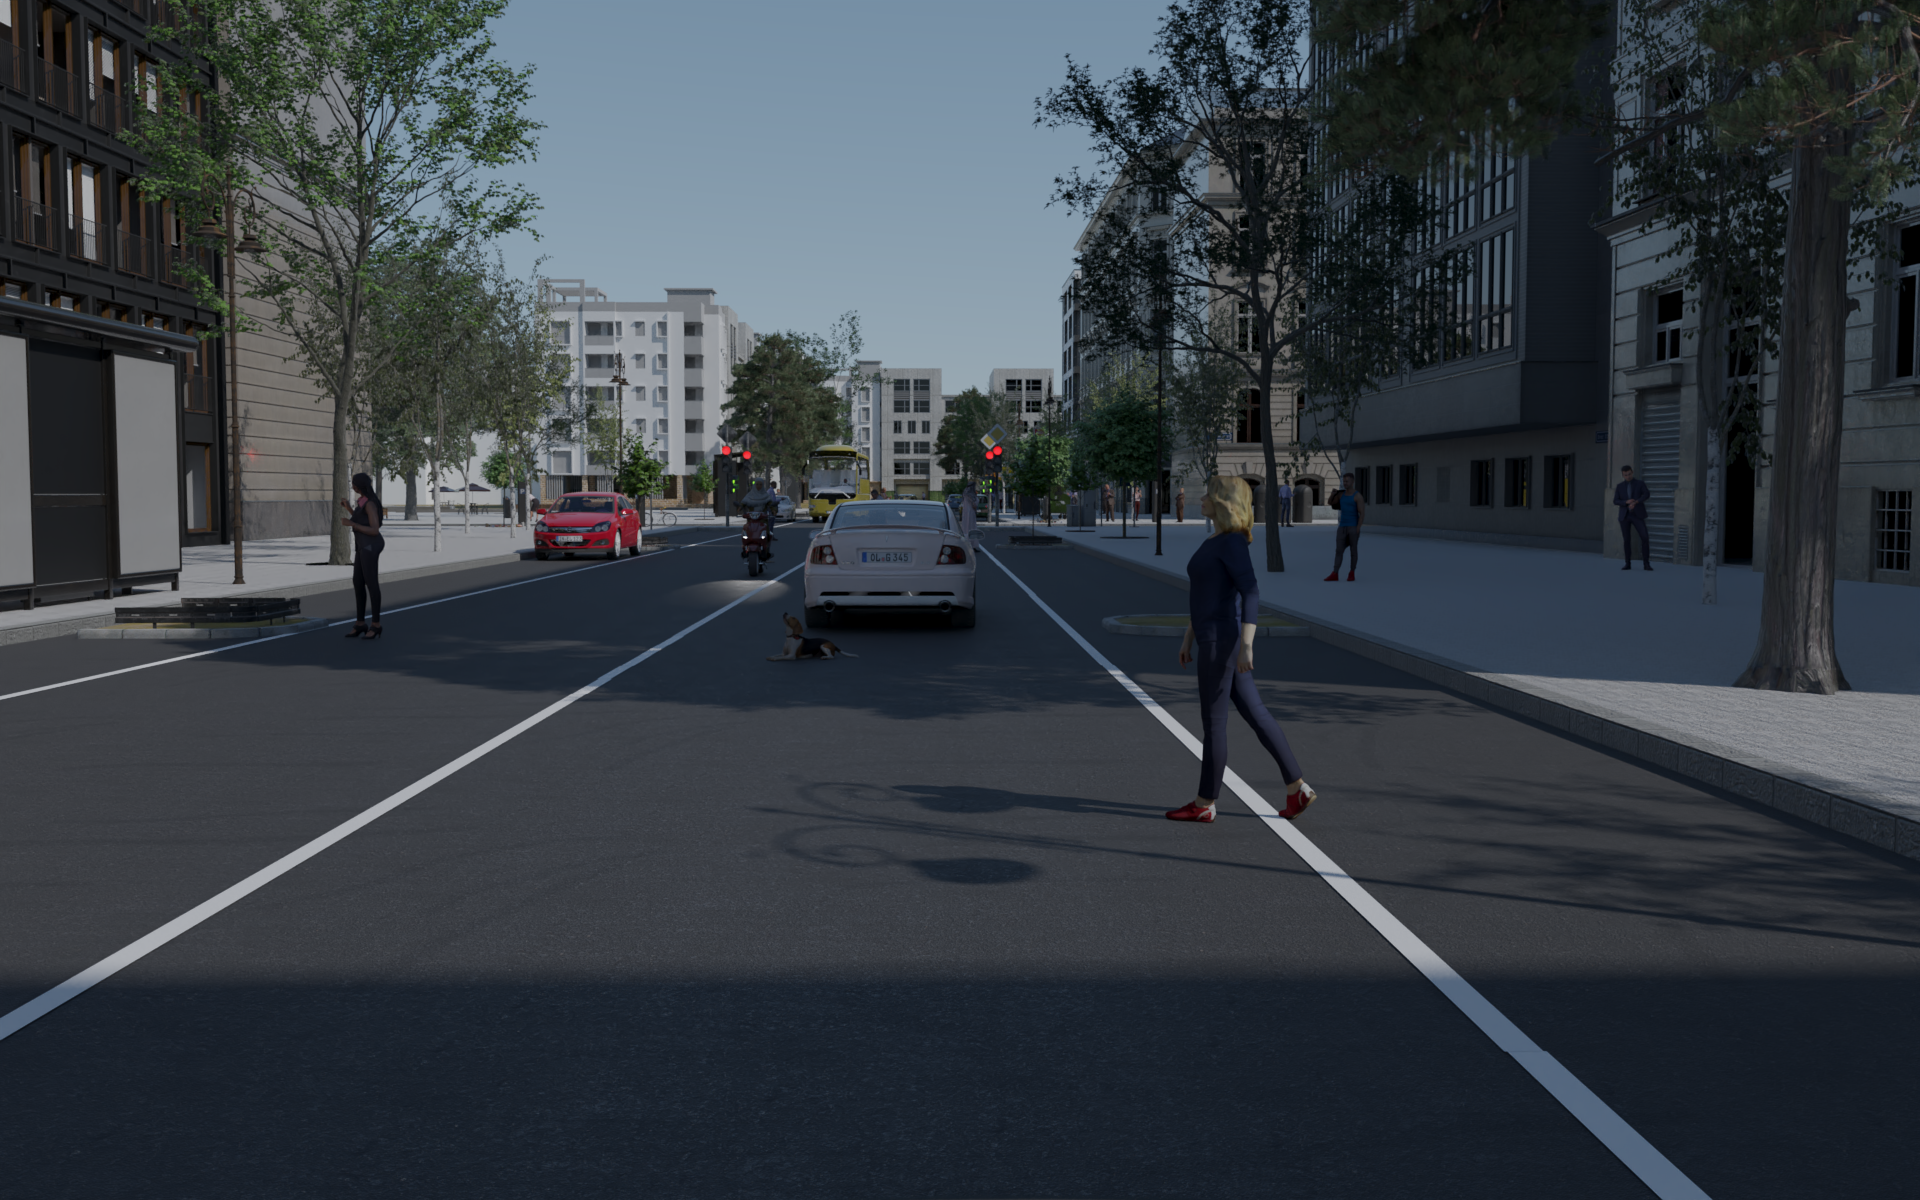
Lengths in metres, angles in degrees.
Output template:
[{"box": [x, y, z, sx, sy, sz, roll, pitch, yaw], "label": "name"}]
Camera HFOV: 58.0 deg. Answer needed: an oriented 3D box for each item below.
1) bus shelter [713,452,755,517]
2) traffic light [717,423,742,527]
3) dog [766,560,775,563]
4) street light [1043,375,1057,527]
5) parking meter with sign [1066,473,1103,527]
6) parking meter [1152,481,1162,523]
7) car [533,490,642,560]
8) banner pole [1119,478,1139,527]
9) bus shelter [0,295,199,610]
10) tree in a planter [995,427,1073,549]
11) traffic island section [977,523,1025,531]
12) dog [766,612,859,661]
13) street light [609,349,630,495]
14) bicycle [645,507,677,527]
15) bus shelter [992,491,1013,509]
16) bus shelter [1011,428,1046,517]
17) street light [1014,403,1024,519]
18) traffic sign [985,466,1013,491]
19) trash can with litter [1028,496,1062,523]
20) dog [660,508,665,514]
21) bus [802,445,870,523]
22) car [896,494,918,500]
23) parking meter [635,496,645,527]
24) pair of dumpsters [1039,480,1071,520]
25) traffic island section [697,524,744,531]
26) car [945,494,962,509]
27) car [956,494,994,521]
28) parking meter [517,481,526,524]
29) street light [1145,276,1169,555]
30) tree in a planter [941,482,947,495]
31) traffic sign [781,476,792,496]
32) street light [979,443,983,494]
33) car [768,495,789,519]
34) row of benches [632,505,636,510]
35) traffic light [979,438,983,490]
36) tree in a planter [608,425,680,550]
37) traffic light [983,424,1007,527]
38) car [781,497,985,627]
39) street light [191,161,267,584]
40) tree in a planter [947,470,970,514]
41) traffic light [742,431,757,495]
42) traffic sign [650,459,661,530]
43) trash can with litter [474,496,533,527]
[{"box": [-12.848, -6.566, 98.630, 1.731, 3.624, 6.357, 0, 4, -1], "label": "bus shelter"}, {"box": [-9.113, -4.813, 67.935, 0.839, 4.213, 0.868, 0, 4, -1], "label": "traffic light"}, {"box": [-4.181, -0.993, 36.434, 0.550, 0.427, 0.748, 0, 4, -8], "label": "dog"}, {"box": [3.492, -5.797, 67.576, 0.468, 5.910, 1.993, 0, 4, -1], "label": "street light"}, {"box": [4.974, -4.403, 68.254, 1.738, 3.016, 0.543, -3, 4, -38], "label": "parking meter with sign"}, {"box": [8.895, -4.435, 78.222, 0.399, 1.863, 0.255, -1, 4, -19], "label": "parking meter"}, {"box": [-8.354, -1.835, 39.042, 2.155, 1.783, 4.494, 0, 4, -1], "label": "car"}, {"box": [6.526, -4.701, 66.878, 0.863, 3.779, 0.401, -1, 4, -17], "label": "banner pole"}, {"box": [-11.052, -2.501, 18.527, 2.179, 5.291, 8.768, 0, 4, -1], "label": "bus shelter"}, {"box": [1.947, -2.977, 45.889, 1.991, 3.239, 1.994, 0, 4, -1], "label": "tree in a planter"}, {"box": [1.486, -2.814, 68.283, 2.009, 0.180, 2.903, 0, 4, -1], "label": "traffic island section"}, {"box": [-1.277, 0.315, 15.039, 0.748, 0.427, 0.550, 1, 4, 10], "label": "dog"}, {"box": [-10.881, -5.061, 55.539, 0.468, 5.910, 1.993, 0, 4, -1], "label": "street light"}, {"box": [-11.839, -3.355, 68.082, 1.543, 0.972, 0.635, -1, 4, -14], "label": "bicycle"}, {"box": [3.641, -9.424, 148.004, 2.014, 3.302, 5.546, 0, 4, -1], "label": "bus shelter"}, {"box": [4.169, -7.656, 102.806, 2.179, 5.291, 8.768, 0, 4, -1], "label": "bus shelter"}, {"box": [3.000, -7.041, 87.901, 0.468, 5.910, 1.993, 0, 4, -1], "label": "street light"}, {"box": [2.942, -8.109, 126.459, 2.265, 3.308, 0.079, 0, 4, 1], "label": "traffic sign"}, {"box": [3.749, -4.053, 77.329, 1.678, 1.210, 2.233, 0, 4, -1], "label": "trash can with litter"}, {"box": [-18.748, -5.613, 109.503, 0.748, 0.427, 0.550, 3, 5, 40], "label": "dog"}, {"box": [-6.239, -6.026, 90.065, 2.896, 3.916, 12.252, 0, 4, 0], "label": "bus"}, {"box": [-3.581, -6.557, 116.995, 2.009, 1.686, 4.222, 0, 4, -2], "label": "car"}, {"box": [-12.444, -3.611, 67.443, 0.372, 1.533, 0.369, 0, 3, 0], "label": "parking meter"}, {"box": [4.840, -5.206, 87.606, 1.574, 2.255, 4.436, 0, 4, -1], "label": "pair of dumpsters"}, {"box": [-9.153, -2.800, 68.067, 2.009, 0.180, 2.903, 0, 4, -1], "label": "traffic island section"}, {"box": [-0.276, -8.206, 146.165, 2.014, 1.417, 4.499, 0, 4, 0], "label": "car"}, {"box": [0.815, -5.049, 92.336, 2.009, 1.686, 4.222, 0, 4, 0], "label": "car"}, {"box": [-18.898, -4.227, 74.822, 0.399, 1.863, 0.255, -1, 4, -19], "label": "parking meter"}, {"box": [4.162, -3.872, 36.095, 0.468, 5.910, 1.993, 0, 4, -1], "label": "street light"}, {"box": [-0.815, -11.077, 178.336, 1.991, 3.239, 1.994, 0, 4, -1], "label": "tree in a planter"}, {"box": [-12.399, -7.559, 123.700, 0.768, 2.556, 0.104, 0, 4, 3], "label": "traffic sign"}, {"box": [1.892, -10.838, 149.989, 0.468, 5.910, 1.993, 0, 4, -1], "label": "street light"}, {"box": [-9.485, -4.712, 89.402, 2.083, 1.381, 4.827, 0, 4, -2], "label": "car"}, {"box": [-18.521, -5.034, 97.761, 1.422, 0.672, 4.104, 0, 4, -1], "label": "row of benches"}, {"box": [1.279, -5.315, 76.153, 0.839, 4.213, 0.868, 0, 4, -1], "label": "traffic light"}, {"box": [-8.346, -2.923, 45.017, 1.991, 3.239, 1.994, 0, 4, -1], "label": "tree in a planter"}, {"box": [1.446, -4.827, 68.169, 0.839, 4.213, 0.868, 0, 4, -1], "label": "traffic light"}, {"box": [-0.747, -0.467, 19.999, 2.083, 1.381, 4.827, 0, 3, 0], "label": "car"}, {"box": [-10.272, -3.163, 24.496, 0.468, 5.910, 1.993, 0, 4, -1], "label": "street light"}, {"box": [0.242, -7.992, 127.899, 1.991, 3.239, 1.994, 0, 4, -1], "label": "tree in a planter"}, {"box": [-9.279, -5.301, 75.918, 0.839, 4.213, 0.868, 0, 4, -1], "label": "traffic light"}, {"box": [-11.140, -3.810, 62.407, 0.768, 2.556, 0.104, 0, 4, -1], "label": "traffic sign"}, {"box": [-17.774, -3.437, 67.251, 2.233, 1.210, 1.678, 1, 4, 19], "label": "trash can with litter"}]
